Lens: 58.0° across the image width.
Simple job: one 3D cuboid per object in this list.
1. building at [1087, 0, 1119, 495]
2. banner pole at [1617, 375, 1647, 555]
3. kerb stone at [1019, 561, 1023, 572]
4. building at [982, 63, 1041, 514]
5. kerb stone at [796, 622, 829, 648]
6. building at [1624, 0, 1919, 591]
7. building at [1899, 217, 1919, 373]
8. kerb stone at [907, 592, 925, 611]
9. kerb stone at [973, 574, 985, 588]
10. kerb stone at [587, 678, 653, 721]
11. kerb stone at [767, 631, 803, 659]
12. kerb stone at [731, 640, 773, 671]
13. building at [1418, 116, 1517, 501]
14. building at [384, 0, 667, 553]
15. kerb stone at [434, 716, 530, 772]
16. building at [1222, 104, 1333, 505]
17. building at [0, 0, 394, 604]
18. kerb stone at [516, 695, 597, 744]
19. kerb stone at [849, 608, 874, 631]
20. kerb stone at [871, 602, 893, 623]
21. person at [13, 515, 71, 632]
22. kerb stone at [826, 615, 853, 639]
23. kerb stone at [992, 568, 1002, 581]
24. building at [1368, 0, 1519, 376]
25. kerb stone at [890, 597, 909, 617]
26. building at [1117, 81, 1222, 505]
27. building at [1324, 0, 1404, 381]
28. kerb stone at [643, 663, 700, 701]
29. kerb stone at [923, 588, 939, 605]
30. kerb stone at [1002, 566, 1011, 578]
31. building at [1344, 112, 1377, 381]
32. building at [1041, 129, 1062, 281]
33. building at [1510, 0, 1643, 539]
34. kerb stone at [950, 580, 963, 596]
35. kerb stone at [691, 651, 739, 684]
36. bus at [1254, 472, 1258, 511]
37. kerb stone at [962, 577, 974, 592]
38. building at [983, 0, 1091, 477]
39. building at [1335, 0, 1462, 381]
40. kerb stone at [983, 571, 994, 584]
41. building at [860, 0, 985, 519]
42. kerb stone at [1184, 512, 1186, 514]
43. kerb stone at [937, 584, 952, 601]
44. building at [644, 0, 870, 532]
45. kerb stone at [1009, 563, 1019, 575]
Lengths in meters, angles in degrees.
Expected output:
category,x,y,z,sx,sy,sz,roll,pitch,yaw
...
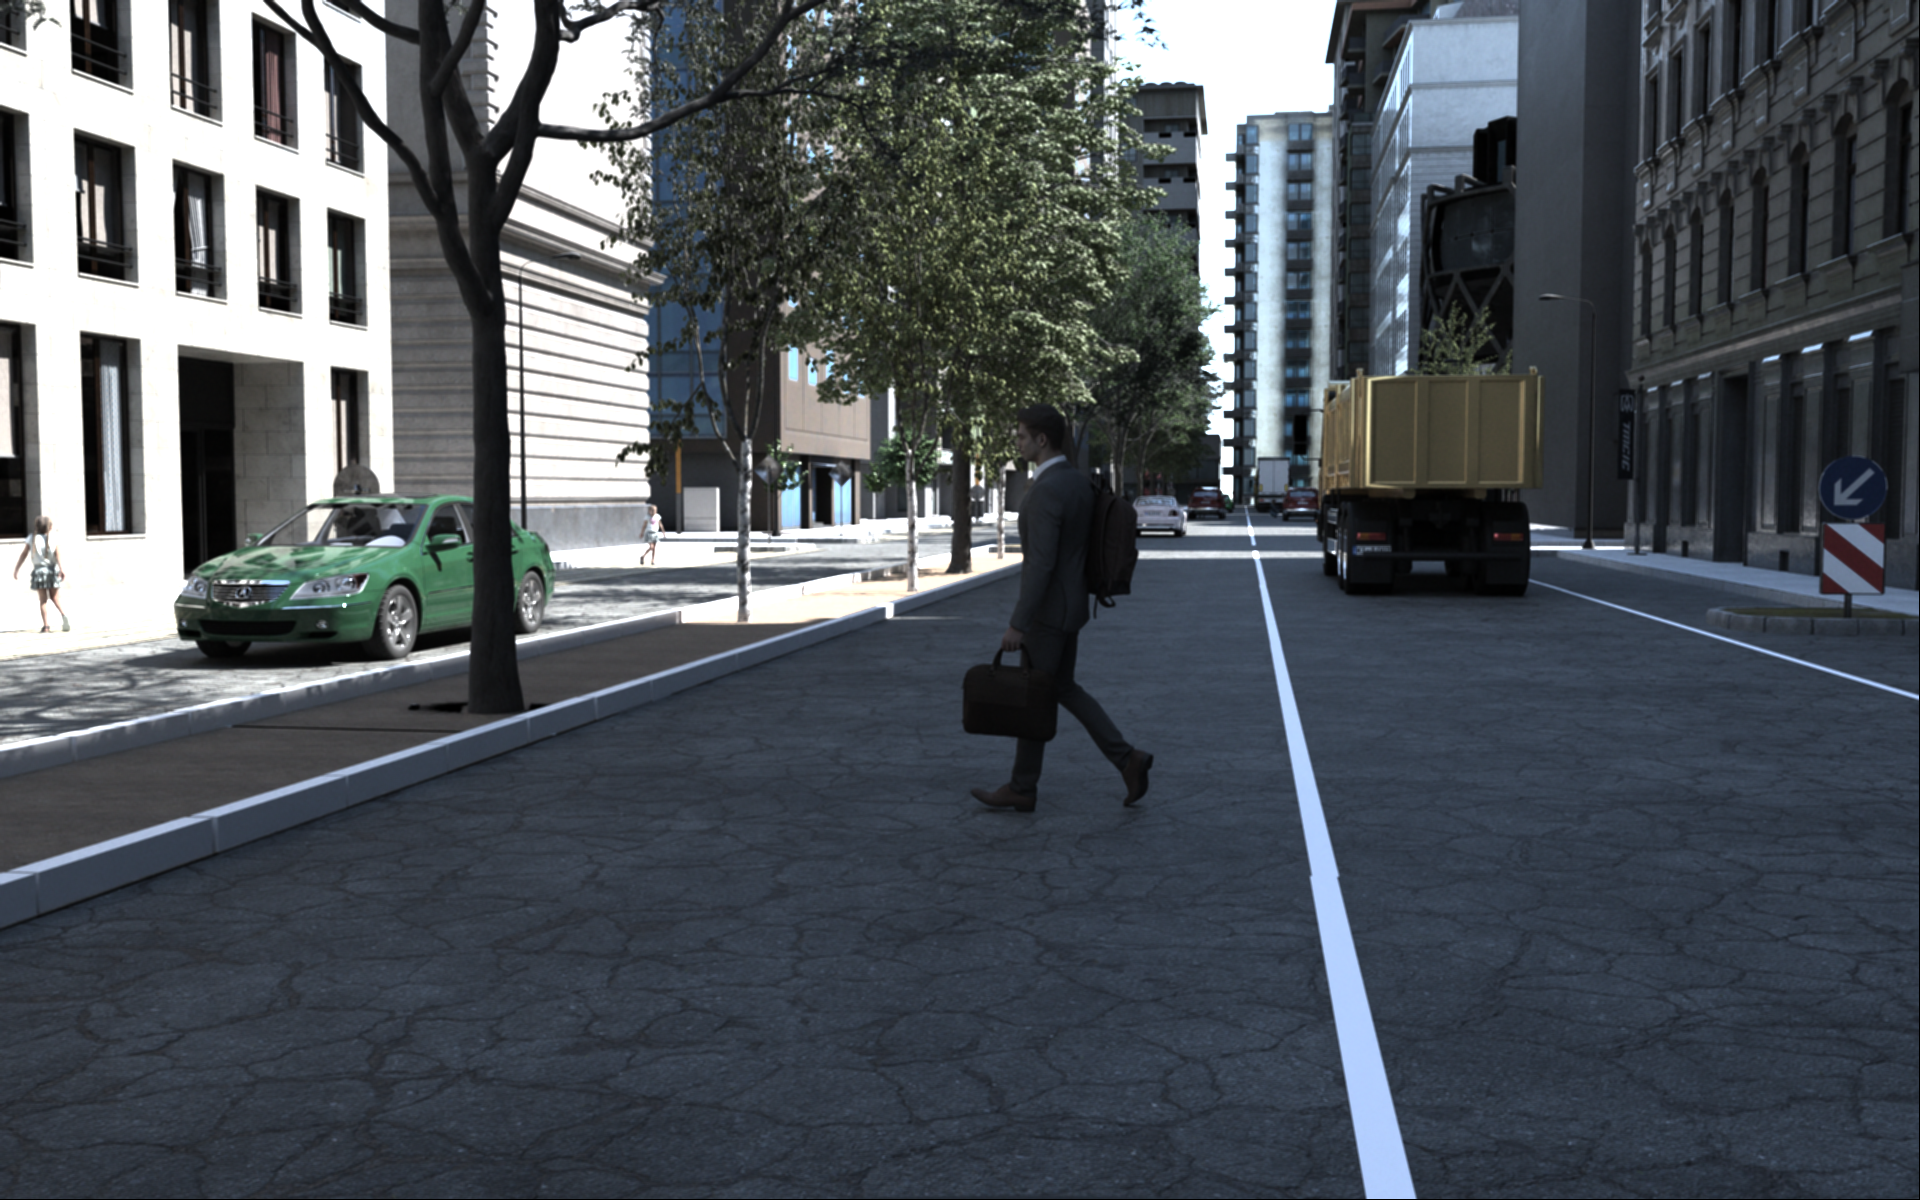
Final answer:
category,x,y,z,sx,sy,sz,roll,pitch,yaw
building,6.499,-46.025,190.757,20.611,71.187,20.563,1,4,9
banner pole,14.123,-2.839,36.441,0.863,3.779,0.401,-2,4,-27
kerb stone,1.030,-0.580,31.686,0.120,0.150,1.000,1,4,9
building,-2.619,-21.058,116.001,14.160,30.474,14.107,1,4,9
kerb stone,-1.446,0.349,16.489,0.120,0.150,1.000,1,4,9
building,18.716,-11.082,30.337,9.793,20.994,18.267,1,4,9
building,16.497,-11.442,6.150,14.314,24.678,30.058,1,4,9
kerb stone,-0.622,0.038,21.568,0.120,0.150,1.000,1,4,9
kerb stone,0.208,-0.271,26.625,0.120,0.150,1.000,1,4,9
kerb stone,-2.270,0.658,11.443,0.120,0.150,1.000,1,4,9
kerb stone,-1.614,0.411,15.479,0.120,0.150,1.000,1,4,9
kerb stone,-1.776,0.473,14.470,0.120,0.150,1.000,1,4,9
building,30.735,-13.217,83.555,16.820,18.784,16.811,1,4,9
building,-17.785,-12.950,40.605,19.941,23.489,11.050,1,4,9
kerb stone,-2.611,0.782,9.410,0.120,0.150,1.000,1,4,9
building,48.184,-36.421,215.086,30.456,49.044,23.786,1,4,9
building,-16.117,-10.201,21.541,10.420,20.320,16.860,1,4,9
kerb stone,-2.446,0.720,10.431,0.120,0.150,1.000,1,4,9
kerb stone,-1.110,0.225,18.524,0.120,0.150,1.000,1,4,9
kerb stone,-0.948,0.162,19.542,0.120,0.150,1.000,1,4,9
person,-9.440,-0.262,17.800,0.505,1.210,0.382,-2,4,-30
kerb stone,-1.282,0.288,17.517,0.120,0.150,1.000,1,4,9
kerb stone,0.530,-0.394,28.643,0.120,0.150,1.000,1,4,9
building,31.796,-20.130,106.618,11.434,29.767,29.804,1,4,9
kerb stone,-0.789,0.100,20.558,0.120,0.150,1.000,1,4,9
building,19.864,-38.774,223.199,27.495,52.752,28.713,1,4,9
building,53.048,-36.184,180.844,28.713,52.752,27.495,1,4,9
kerb stone,-2.102,0.596,12.452,0.120,0.150,1.000,1,4,9
kerb stone,-0.457,-0.023,22.576,0.120,0.150,1.000,1,4,9
kerb stone,0.703,-0.456,29.650,0.120,0.150,1.000,1,4,9
building,36.717,-22.117,133.315,14.160,30.474,14.107,1,4,9
building,0.130,-22.165,134.091,14.160,30.474,14.107,1,4,9
building,30.197,-15.821,52.177,24.014,27.812,14.314,1,4,9
kerb stone,-0.128,-0.145,24.600,0.120,0.150,1.000,1,4,9
kerb stone,-1.944,0.534,13.461,0.120,0.150,1.000,1,4,9
bus,27.188,-9.787,151.559,2.896,3.916,12.252,1,4,10
kerb stone,0.040,-0.207,25.609,0.120,0.150,1.000,1,4,9
building,3.595,-30.477,148.410,14.600,45.320,14.200,1,4,9
building,44.997,-30.503,153.347,22.147,44.769,28.867,1,4,9
kerb stone,0.370,-0.333,27.634,0.120,0.150,1.000,1,4,9
building,-6.614,-25.100,93.976,14.154,41.232,14.086,1,4,9
kerb stone,15.989,-6.182,123.276,0.120,0.150,1.000,1,4,9
kerb stone,-0.285,-0.085,23.584,0.120,0.150,1.000,1,4,9
building,-11.677,-25.372,64.943,14.600,45.320,14.200,1,4,9
kerb stone,0.875,-0.518,30.667,0.120,0.150,1.000,1,4,9
